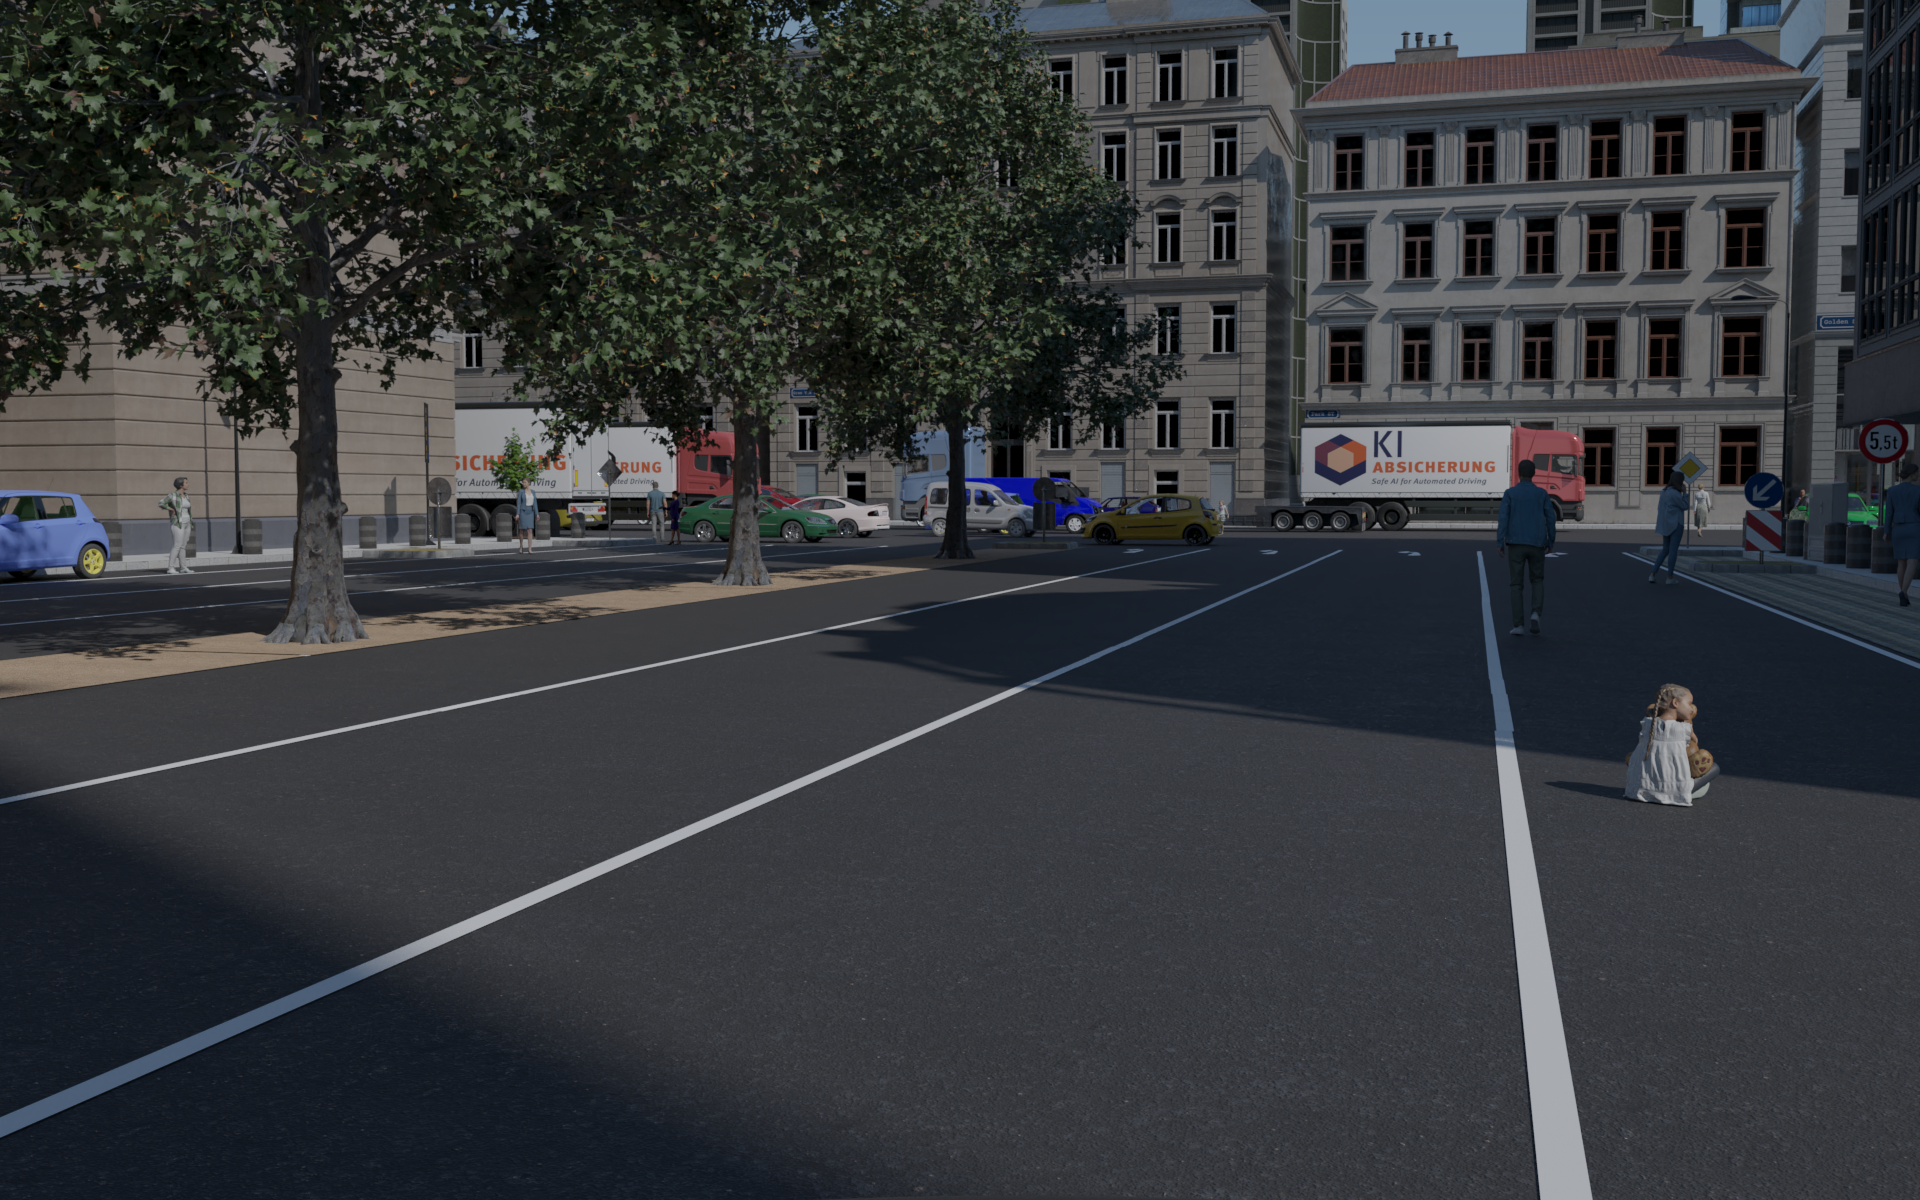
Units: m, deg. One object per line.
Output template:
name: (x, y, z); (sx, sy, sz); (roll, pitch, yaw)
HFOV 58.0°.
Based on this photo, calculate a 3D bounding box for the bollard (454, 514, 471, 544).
bollard: (-12.775, -1.821, 44.483); (0.404, 0.777, 0.398); (0, 3, 0)

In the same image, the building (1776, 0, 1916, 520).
building: (50.646, -17.977, 71.411); (29.804, 29.767, 11.434); (1, 4, 16)

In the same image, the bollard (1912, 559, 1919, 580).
bollard: (14.405, -0.696, 26.091); (0.404, 0.777, 0.398); (0, 3, 0)

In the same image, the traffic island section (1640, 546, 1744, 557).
traffic island section: (17.225, -1.142, 40.947); (2.009, 0.180, 2.903); (1, 4, 16)

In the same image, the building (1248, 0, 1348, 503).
building: (42.952, -49.259, 243.642); (20.611, 71.187, 20.563); (1, 4, 16)

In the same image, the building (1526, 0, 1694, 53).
building: (85.926, -48.491, 231.079); (20.611, 71.187, 20.563); (1, 4, 16)

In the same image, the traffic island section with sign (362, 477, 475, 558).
traffic island section with sign: (-12.278, -1.903, 39.739); (1.989, 1.847, 2.006); (1, 4, 16)

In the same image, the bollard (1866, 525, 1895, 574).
bollard: (14.967, -0.813, 28.006); (0.404, 0.777, 0.398); (0, 3, 0)

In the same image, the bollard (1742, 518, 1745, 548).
bollard: (18.933, -1.634, 41.427); (0.404, 0.777, 0.398); (0, 3, 0)

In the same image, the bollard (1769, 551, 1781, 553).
bollard: (17.800, -1.399, 37.595); (0.404, 0.777, 0.398); (0, 3, 0)

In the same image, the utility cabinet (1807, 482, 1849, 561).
utility cabinet: (16.439, -1.477, 32.835); (0.318, 1.500, 1.173); (0, 4, 7)

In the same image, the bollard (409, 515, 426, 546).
bollard: (-13.337, -1.704, 42.569); (0.404, 0.777, 0.398); (0, 3, 0)

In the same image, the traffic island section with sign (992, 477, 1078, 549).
traffic island section with sign: (2.072, -2.295, 45.655); (2.006, 1.907, 1.989); (1, 4, 16)

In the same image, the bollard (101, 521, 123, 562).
bollard: (-16.171, -1.117, 32.982); (0.404, 0.777, 0.398); (0, 3, 0)

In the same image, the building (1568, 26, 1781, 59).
building: (72.681, -33.882, 177.677); (21.300, 48.544, 21.600); (1, 4, 16)

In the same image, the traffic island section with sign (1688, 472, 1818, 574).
traffic island section with sign: (14.625, -1.433, 32.051); (1.989, 1.847, 2.006); (1, 4, 16)

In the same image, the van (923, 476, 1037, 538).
van: (0.863, -3.127, 58.142); (4.112, 2.044, 2.013); (1, 4, 18)

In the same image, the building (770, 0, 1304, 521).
building: (3.788, -17.701, 86.669); (25.104, 27.353, 12.463); (1, 4, 16)

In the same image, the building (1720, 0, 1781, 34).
building: (111.127, -55.756, 224.287); (31.000, 86.520, 22.319); (1, 4, 16)

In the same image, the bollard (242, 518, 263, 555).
bollard: (-15.039, -1.351, 36.810); (0.404, 0.777, 0.398); (0, 3, 0)

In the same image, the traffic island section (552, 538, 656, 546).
traffic island section: (-9.911, -1.630, 48.934); (2.009, 0.180, 2.903); (1, 4, 16)

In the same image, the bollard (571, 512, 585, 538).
bollard: (-11.075, -2.172, 50.229); (0.404, 0.777, 0.398); (0, 3, 0)

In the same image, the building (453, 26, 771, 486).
building: (-20.803, -18.040, 92.223); (25.104, 27.353, 12.463); (1, 4, 16)

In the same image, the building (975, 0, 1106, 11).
building: (15.277, -39.921, 194.699); (28.212, 58.520, 21.231); (1, 4, 16)

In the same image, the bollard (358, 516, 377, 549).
bollard: (-13.903, -1.587, 40.657); (0.404, 0.777, 0.398); (0, 3, 0)

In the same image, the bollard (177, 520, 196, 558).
bollard: (-15.610, -1.234, 34.896); (0.404, 0.777, 0.398); (0, 3, 0)

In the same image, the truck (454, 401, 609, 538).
truck: (-16.688, -4.023, 54.691); (11.283, 4.237, 2.839); (1, 4, 16)

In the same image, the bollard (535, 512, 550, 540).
bollard: (-11.640, -2.055, 48.316); (0.404, 0.777, 0.398); (0, 3, 0)

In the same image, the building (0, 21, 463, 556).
building: (-24.918, -15.784, 43.970); (20.117, 28.700, 13.634); (1, 4, 16)

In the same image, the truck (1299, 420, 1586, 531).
truck: (19.009, -4.793, 67.280); (11.283, 4.237, 2.839); (1, 4, 18)

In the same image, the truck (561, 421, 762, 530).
truck: (-12.797, -4.859, 68.356); (11.283, 4.237, 2.839); (1, 4, 17)

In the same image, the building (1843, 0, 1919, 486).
building: (23.084, -14.146, 24.788); (14.314, 27.812, 24.014); (1, 4, 16)

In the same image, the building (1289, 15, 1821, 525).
building: (26.179, -14.836, 78.723); (21.152, 22.565, 11.583); (1, 4, 16)

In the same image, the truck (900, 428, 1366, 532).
truck: (6.226, -4.772, 67.777); (18.799, 4.110, 2.967); (1, 4, 16)

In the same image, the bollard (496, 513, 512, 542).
bollard: (-12.211, -1.938, 46.396); (0.404, 0.777, 0.398); (0, 3, 0)

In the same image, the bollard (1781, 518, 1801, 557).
bollard: (17.235, -1.282, 35.672); (0.404, 0.777, 0.398); (0, 3, 0)

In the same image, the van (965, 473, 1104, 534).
van: (2.684, -3.611, 63.428); (5.245, 2.365, 2.240); (1, 4, 16)
